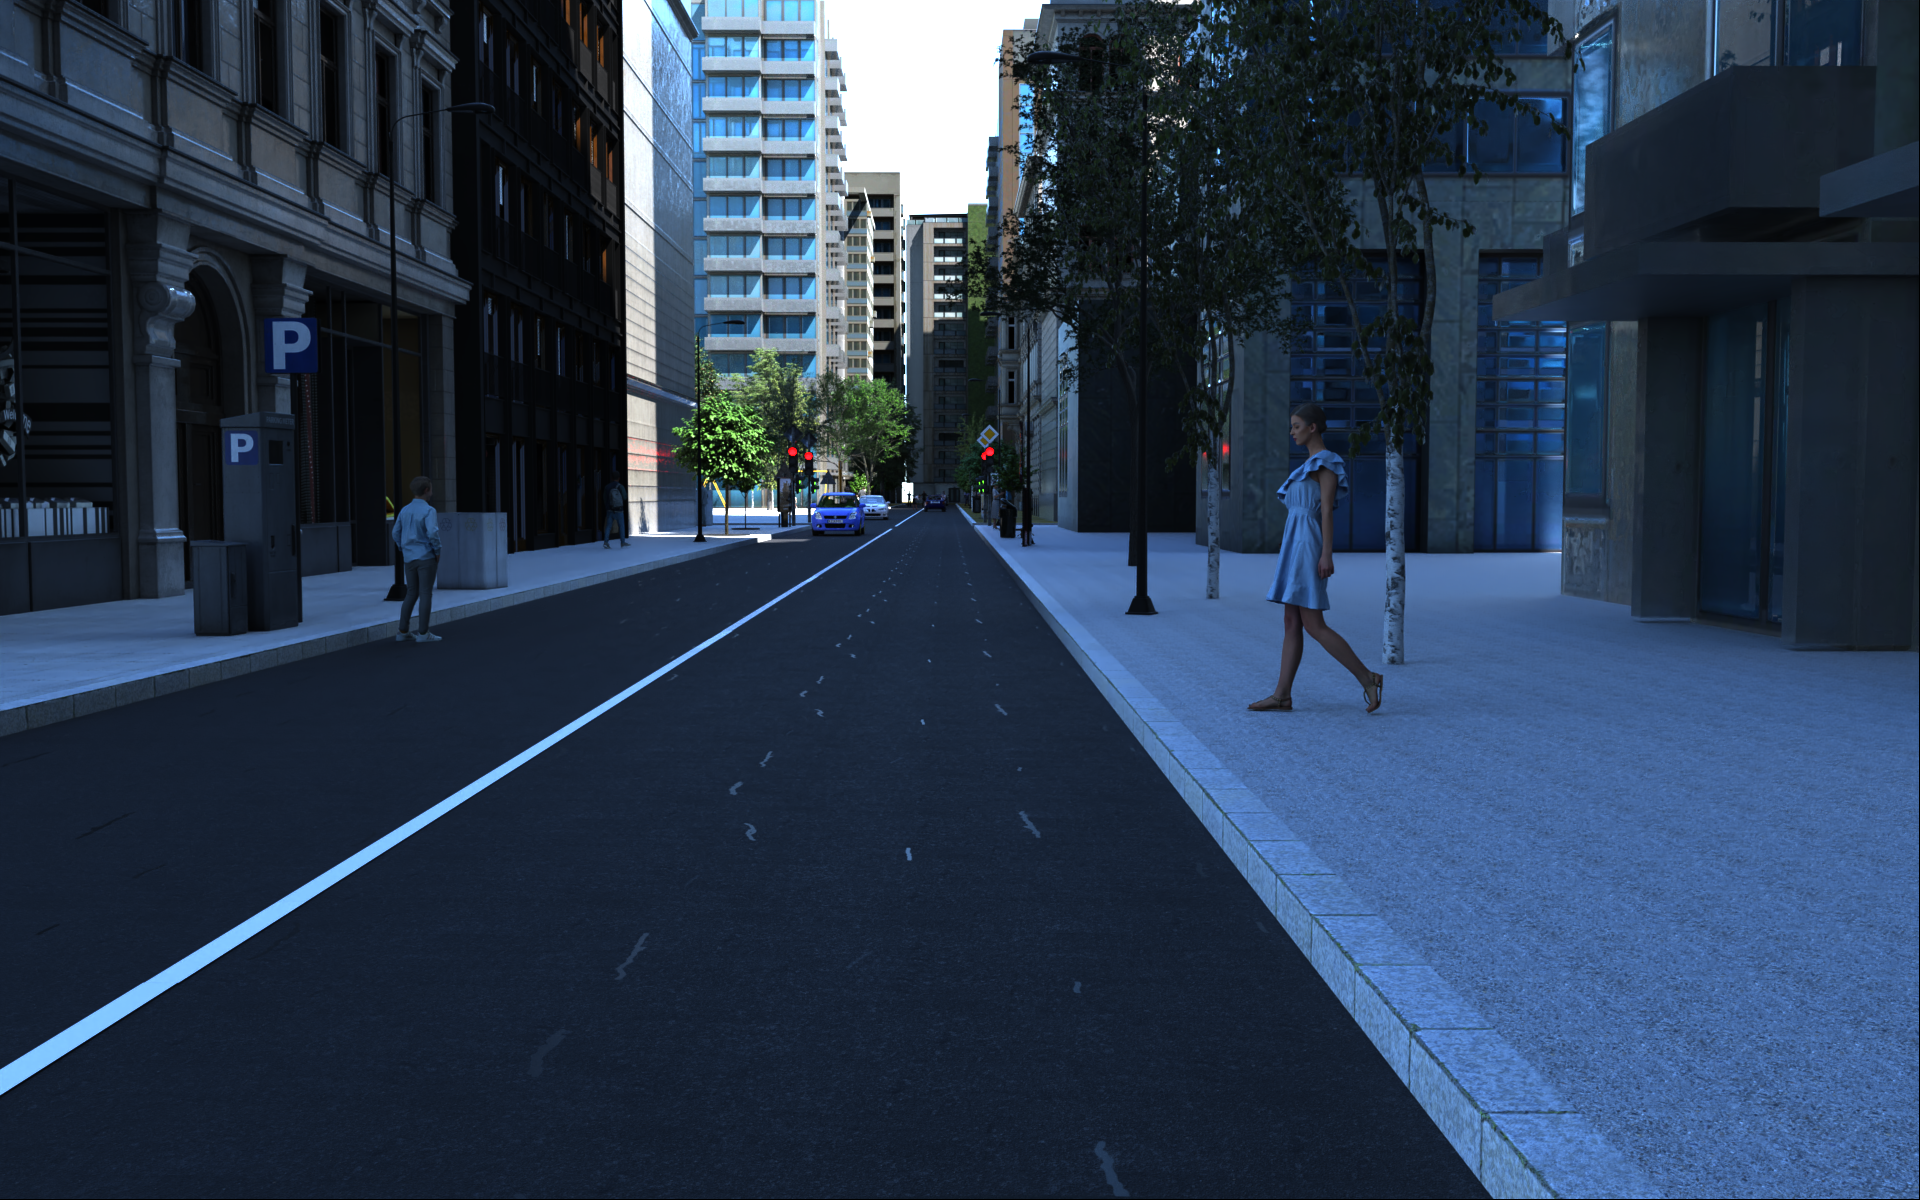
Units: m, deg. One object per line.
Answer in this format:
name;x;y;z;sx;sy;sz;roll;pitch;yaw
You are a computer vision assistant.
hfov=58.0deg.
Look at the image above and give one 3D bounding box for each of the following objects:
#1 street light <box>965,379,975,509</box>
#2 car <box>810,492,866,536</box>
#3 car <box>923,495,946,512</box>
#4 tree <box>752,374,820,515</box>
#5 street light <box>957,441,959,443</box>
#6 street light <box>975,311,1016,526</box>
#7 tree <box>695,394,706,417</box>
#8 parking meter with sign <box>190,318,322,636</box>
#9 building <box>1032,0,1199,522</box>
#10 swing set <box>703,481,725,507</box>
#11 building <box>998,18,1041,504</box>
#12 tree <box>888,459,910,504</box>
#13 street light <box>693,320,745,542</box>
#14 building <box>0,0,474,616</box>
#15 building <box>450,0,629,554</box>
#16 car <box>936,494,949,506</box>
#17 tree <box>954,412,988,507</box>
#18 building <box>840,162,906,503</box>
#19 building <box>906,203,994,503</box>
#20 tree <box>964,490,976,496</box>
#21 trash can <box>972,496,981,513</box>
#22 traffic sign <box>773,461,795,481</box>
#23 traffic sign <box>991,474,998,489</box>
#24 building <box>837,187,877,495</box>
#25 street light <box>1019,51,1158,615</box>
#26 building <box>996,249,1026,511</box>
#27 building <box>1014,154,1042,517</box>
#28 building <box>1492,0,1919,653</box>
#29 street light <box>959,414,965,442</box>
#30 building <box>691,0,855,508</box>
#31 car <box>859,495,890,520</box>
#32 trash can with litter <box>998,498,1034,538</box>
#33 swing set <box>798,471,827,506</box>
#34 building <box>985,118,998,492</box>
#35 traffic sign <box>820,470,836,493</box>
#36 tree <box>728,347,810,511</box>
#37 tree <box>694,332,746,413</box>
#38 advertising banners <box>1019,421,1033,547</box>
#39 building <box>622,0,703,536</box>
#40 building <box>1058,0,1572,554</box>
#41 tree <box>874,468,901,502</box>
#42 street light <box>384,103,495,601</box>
street light;1.046;-5.948;69.786;1.470;5.913;1.316;0;4;0
car;-4.242;-3.123;60.652;1.945;1.707;3.694;0;4;0
car;-2.055;-7.841;140.787;1.945;1.354;3.894;0;4;-2
tree;-10.527;-9.500;105.680;4.737;8.622;4.395;0;3;0
street light;0.669;-9.382;125.936;1.470;5.913;1.316;0;4;0
street light;1.206;-4.379;44.143;1.470;5.913;1.316;0;4;0
tree;-17.859;-9.802;110.618;4.360;8.622;3.978;0;3;0
parking meter with sign;-6.668;-1.232;16.406;0.543;3.016;1.738;0;4;4
building;15.443;-18.272;86.136;23.554;28.519;14.401;0;4;0
swing set;-20.853;-8.988;144.575;2.862;2.851;3.119;0;4;-5
building;10.746;-31.502;165.173;14.600;45.320;14.200;0;4;0
tree;-8.407;-16.954;227.556;4.737;8.622;4.395;0;3;0
street light;-6.434;-4.511;46.300;1.470;5.913;1.316;0;4;0
building;-14.082;-9.957;13.707;10.553;20.767;40.483;0;4;0
building;-15.726;-12.969;41.722;12.332;23.373;15.834;0;4;0
car;-2.322;-12.019;208.515;2.014;1.417;4.499;0;4;0
tree;1.265;-12.589;156.186;4.737;8.622;4.395;0;3;0
building;-18.715;-38.134;247.192;21.600;48.544;21.300;0;4;0
building;-0.661;-34.353;245.272;14.086;41.232;14.154;0;4;0
tree;0.921;-11.676;185.505;1.663;3.219;1.824;0;3;0
trash can;1.137;-6.416;116.550;0.748;1.137;0.748;0;3;0
traffic sign;-6.934;-4.176;68.289;0.884;2.594;0.081;0;4;7
traffic sign;1.662;-5.042;84.571;0.606;2.300;0.079;0;4;6
building;-22.357;-31.734;210.739;23.993;40.220;32.217;0;4;0
street light;1.402;-2.801;18.341;1.470;5.913;1.316;0;4;0
building;10.112;-19.324;135.030;14.460;24.649;34.723;0;4;0
building;9.164;-17.005;106.905;11.050;23.489;19.941;0;4;0
building;17.321;-23.756;8.021;23.786;49.044;30.456;0;4;0
street light;0.815;-7.817;100.356;1.470;5.913;1.316;0;4;0
building;-22.386;-33.522;167.699;23.786;49.044;30.456;0;4;0
car;-4.953;-5.198;97.347;2.083;1.381;4.827;0;4;-2
trash can with litter;1.644;-2.401;50.650;1.055;1.170;0.624;0;4;8
swing set;-10.255;-7.293;116.855;3.119;2.851;2.862;0;4;4
building;14.366;-36.190;211.322;23.786;49.044;30.456;0;4;0
traffic sign;-7.149;-5.741;93.874;0.884;2.594;0.081;0;4;3
tree;-14.769;-13.222;134.313;7.486;12.596;7.792;0;3;0
tree;-19.321;-12.370;119.257;9.611;12.733;9.660;0;3;0
advertising banners;1.600;-2.823;42.342;0.090;3.025;2.074;1;4;11
building;-31.583;-17.230;58.124;44.131;29.872;17.030;0;4;0
building;15.122;-45.109;50.206;22.319;86.520;31.000;0;4;0
tree;-8.352;-12.981;195.960;4.285;4.588;4.351;0;3;0
street light;-6.219;-2.947;20.721;1.470;5.913;1.316;0;4;0
